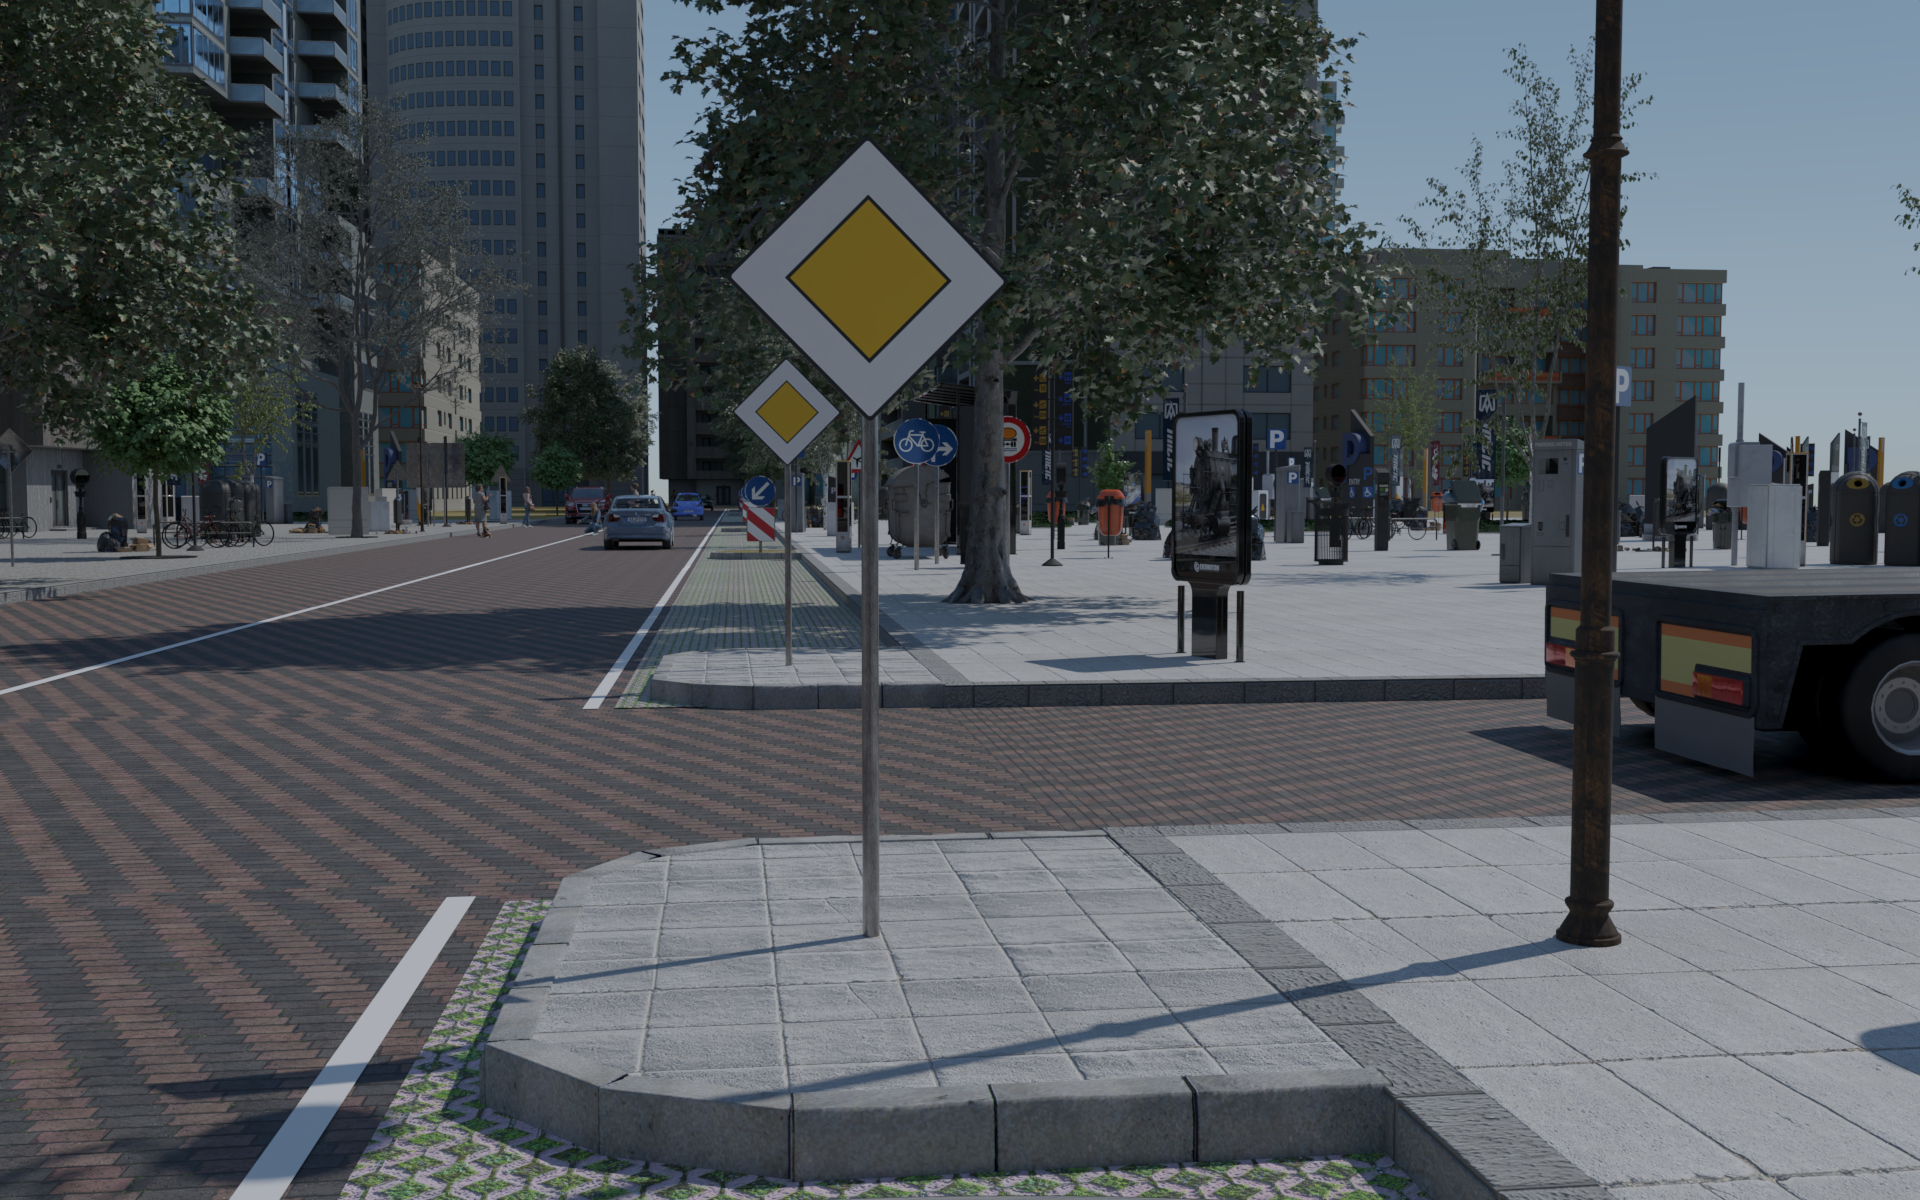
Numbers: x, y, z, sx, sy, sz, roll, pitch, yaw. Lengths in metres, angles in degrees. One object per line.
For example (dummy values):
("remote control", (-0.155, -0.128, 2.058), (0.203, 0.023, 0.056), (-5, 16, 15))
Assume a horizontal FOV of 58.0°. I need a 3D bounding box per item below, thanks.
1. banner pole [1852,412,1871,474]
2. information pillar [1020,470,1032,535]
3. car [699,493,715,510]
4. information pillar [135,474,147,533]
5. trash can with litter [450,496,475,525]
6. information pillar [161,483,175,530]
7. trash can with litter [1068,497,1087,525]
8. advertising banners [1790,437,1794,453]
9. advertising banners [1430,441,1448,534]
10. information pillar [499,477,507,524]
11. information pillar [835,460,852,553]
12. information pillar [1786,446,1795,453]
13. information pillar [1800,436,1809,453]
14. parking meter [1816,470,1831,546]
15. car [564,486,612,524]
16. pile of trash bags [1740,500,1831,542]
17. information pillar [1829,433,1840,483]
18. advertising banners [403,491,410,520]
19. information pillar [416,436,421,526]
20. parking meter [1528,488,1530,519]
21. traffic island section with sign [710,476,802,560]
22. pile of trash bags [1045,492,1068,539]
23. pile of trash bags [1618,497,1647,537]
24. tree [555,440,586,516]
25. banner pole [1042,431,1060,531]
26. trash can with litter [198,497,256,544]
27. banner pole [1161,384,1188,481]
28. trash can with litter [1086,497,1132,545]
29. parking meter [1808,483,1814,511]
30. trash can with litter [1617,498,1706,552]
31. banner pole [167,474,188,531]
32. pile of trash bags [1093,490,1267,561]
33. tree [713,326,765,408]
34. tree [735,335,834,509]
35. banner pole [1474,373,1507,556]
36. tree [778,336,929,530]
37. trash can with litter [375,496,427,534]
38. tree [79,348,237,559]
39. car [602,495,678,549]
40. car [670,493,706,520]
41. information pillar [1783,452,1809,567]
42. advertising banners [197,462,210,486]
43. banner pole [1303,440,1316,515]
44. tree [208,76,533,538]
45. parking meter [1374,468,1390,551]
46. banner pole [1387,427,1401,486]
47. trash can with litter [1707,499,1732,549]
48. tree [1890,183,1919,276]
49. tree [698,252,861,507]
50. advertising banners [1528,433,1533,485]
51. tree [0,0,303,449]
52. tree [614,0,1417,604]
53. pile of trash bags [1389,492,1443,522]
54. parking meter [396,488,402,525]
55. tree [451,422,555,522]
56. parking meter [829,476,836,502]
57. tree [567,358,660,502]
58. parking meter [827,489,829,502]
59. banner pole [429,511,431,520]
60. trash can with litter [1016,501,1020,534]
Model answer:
("banner pole", (27.566, -3.851, 52.987), (0.863, 3.779, 0.401), (-3, 5, -43))
("information pillar", (2.045, -3.024, 53.928), (0.304, 2.012, 0.304), (1, 4, 18))
("car", (-22.553, -8.728, 152.494), (2.009, 1.686, 4.222), (0, 4, -7))
("information pillar", (-26.771, -3.188, 56.611), (0.304, 2.012, 0.304), (-2, 4, -27))
("trash can with litter", (-20.872, -3.829, 73.662), (1.678, 1.210, 2.233), (-2, 4, -24))
("information pillar", (-28.503, -3.538, 62.331), (0.304, 2.012, 0.304), (2, 4, 33))
("trash can with litter", (4.842, -3.663, 71.284), (1.055, 1.170, 0.624), (1, 4, 10))
("advertising banners", (25.579, -3.510, 53.576), (0.090, 3.025, 2.074), (1, 4, 18))
("advertising banners", (15.845, -3.666, 56.127), (0.090, 3.025, 2.074), (-1, 4, -20))
("information pillar", (-19.655, -4.282, 74.501), (0.304, 2.012, 0.304), (-1, 4, -18))
("information pillar", (-2.539, -2.039, 37.822), (0.304, 2.012, 0.304), (0, 4, 7))
("information pillar", (40.649, -5.714, 84.774), (0.504, 3.616, 0.183), (1, 4, 10))
("information pillar", (34.150, -4.815, 70.086), (0.504, 3.616, 0.183), (-2, 4, -35))
("parking meter", (21.259, -2.258, 42.622), (0.255, 1.863, 0.399), (1, 4, 21))
("car", (-18.082, -4.638, 84.497), (2.281, 1.827, 5.304), (0, 4, -8))
("pile of trash bags", (22.784, -2.321, 47.708), (1.912, 1.369, 3.447), (-1, 4, -19))
("information pillar", (33.295, -4.563, 65.960), (0.504, 3.616, 0.183), (-2, 4, -28))
("advertising banners", (-25.367, -5.085, 79.329), (0.090, 3.025, 2.074), (0, 4, -3))
("information pillar", (-21.940, -4.822, 70.195), (0.183, 3.616, 0.504), (-2, 4, -29))
("parking meter", (22.782, -3.700, 68.904), (0.372, 1.533, 0.369), (0, 3, 0))
("traffic island section with sign", (-4.549, -1.826, 38.475), (1.989, 1.847, 2.006), (0, 4, -7))
("pile of trash bags", (4.084, -2.400, 48.991), (3.447, 1.369, 1.912), (1, 4, 18))
("pile of trash bags", (20.178, -2.611, 52.436), (1.912, 1.369, 3.447), (-2, 4, -32))
("tree", (-24.014, -7.326, 103.499), (4.285, 4.588, 4.351), (0, 3, 0))
("banner pole", (3.210, -4.279, 59.986), (0.863, 3.779, 0.401), (1, 4, 17))
("trash can with litter", (-19.394, -2.114, 45.624), (1.678, 1.210, 2.233), (1, 4, 11))
("banner pole", (4.941, -3.029, 39.544), (0.863, 3.779, 0.401), (3, 5, 44))
("trash can with litter", (3.801, -1.955, 43.349), (0.624, 1.170, 1.055), (3, 5, 43))
("parking meter", (46.302, -5.427, 94.442), (0.399, 1.863, 0.255), (1, 4, 10))
("trash can with litter", (15.383, -1.701, 38.870), (2.233, 1.210, 1.678), (-1, 4, -11))
("banner pole", (-27.415, -4.328, 60.784), (0.863, 3.779, 0.401), (-2, 4, -23))
("pile of trash bags", (4.381, -1.506, 34.382), (3.447, 1.369, 1.912), (1, 4, 14))
("tree", (-17.400, -18.933, 165.446), (12.611, 20.169, 13.585), (0, 3, 0))
("tree", (-10.080, -11.423, 104.894), (7.486, 12.596, 7.792), (0, 3, 0))
("banner pole", (11.127, -2.822, 36.160), (0.401, 3.779, 0.863), (-3, 5, -42))
("tree", (-2.987, -5.951, 47.659), (4.360, 8.622, 3.978), (0, 3, 0))
("trash can with litter", (-18.105, -2.764, 56.251), (1.678, 1.210, 2.233), (-1, 4, -11))
("tree", (-16.089, -3.121, 34.741), (4.285, 4.588, 4.351), (0, 3, 0))
("car", (-8.545, -2.091, 46.188), (2.014, 1.417, 4.499), (-1, 4, -8))
("car", (-14.961, -5.245, 95.342), (1.945, 1.707, 3.694), (-1, 4, -9))
("information pillar", (14.839, -1.606, 30.748), (0.304, 2.012, 0.304), (1, 4, 11))
("advertising banners", (-24.827, -3.818, 58.609), (2.074, 3.025, 0.090), (-1, 4, -9))
("banner pole", (16.373, -5.563, 80.969), (0.401, 3.779, 0.863), (-3, 5, -40))
("tree", (-17.580, -8.567, 50.439), (12.009, 13.543, 11.850), (0, 3, 0))
("parking meter", (9.527, -2.043, 39.117), (0.255, 1.863, 0.399), (0, 4, 1))
("banner pole", (16.172, -4.573, 64.791), (0.863, 3.779, 0.401), (-2, 4, -30))
("trash can with litter", (17.793, -1.776, 40.425), (0.624, 1.170, 1.055), (2, 4, 27))
("tree", (20.803, -5.020, 32.434), (4.737, 8.622, 4.395), (0, 3, 0))
("tree", (-7.719, -10.691, 81.452), (9.857, 13.997, 8.962), (0, 3, 0))
("advertising banners", (17.102, -3.339, 50.772), (0.090, 3.025, 2.074), (3, 5, 43))
("tree", (-14.189, -6.528, 23.741), (9.611, 12.733, 9.660), (0, 3, 0))
("tree", (0.439, -6.314, 20.237), (9.611, 12.733, 9.660), (0, 3, 0))
("pile of trash bags", (20.726, -4.327, 80.495), (3.447, 1.369, 1.912), (0, 4, 1))
("parking meter", (-23.203, -3.851, 71.376), (0.372, 1.533, 0.369), (0, 3, 0))
("tree", (-21.826, -5.844, 79.261), (4.285, 4.588, 4.351), (0, 3, 0))
("parking meter", (-4.010, -3.061, 55.763), (0.399, 1.863, 0.255), (1, 4, 18))
("tree", (-32.142, -15.385, 158.191), (9.857, 13.997, 8.962), (0, 3, 0))
("parking meter", (-6.371, -4.619, 83.938), (0.372, 1.533, 0.369), (0, 3, 0))
("banner pole", (-25.800, -5.804, 84.918), (0.863, 3.779, 0.401), (-3, 5, -42))
("trash can with litter", (1.758, -2.704, 55.592), (1.055, 1.170, 0.624), (2, 4, 32))
